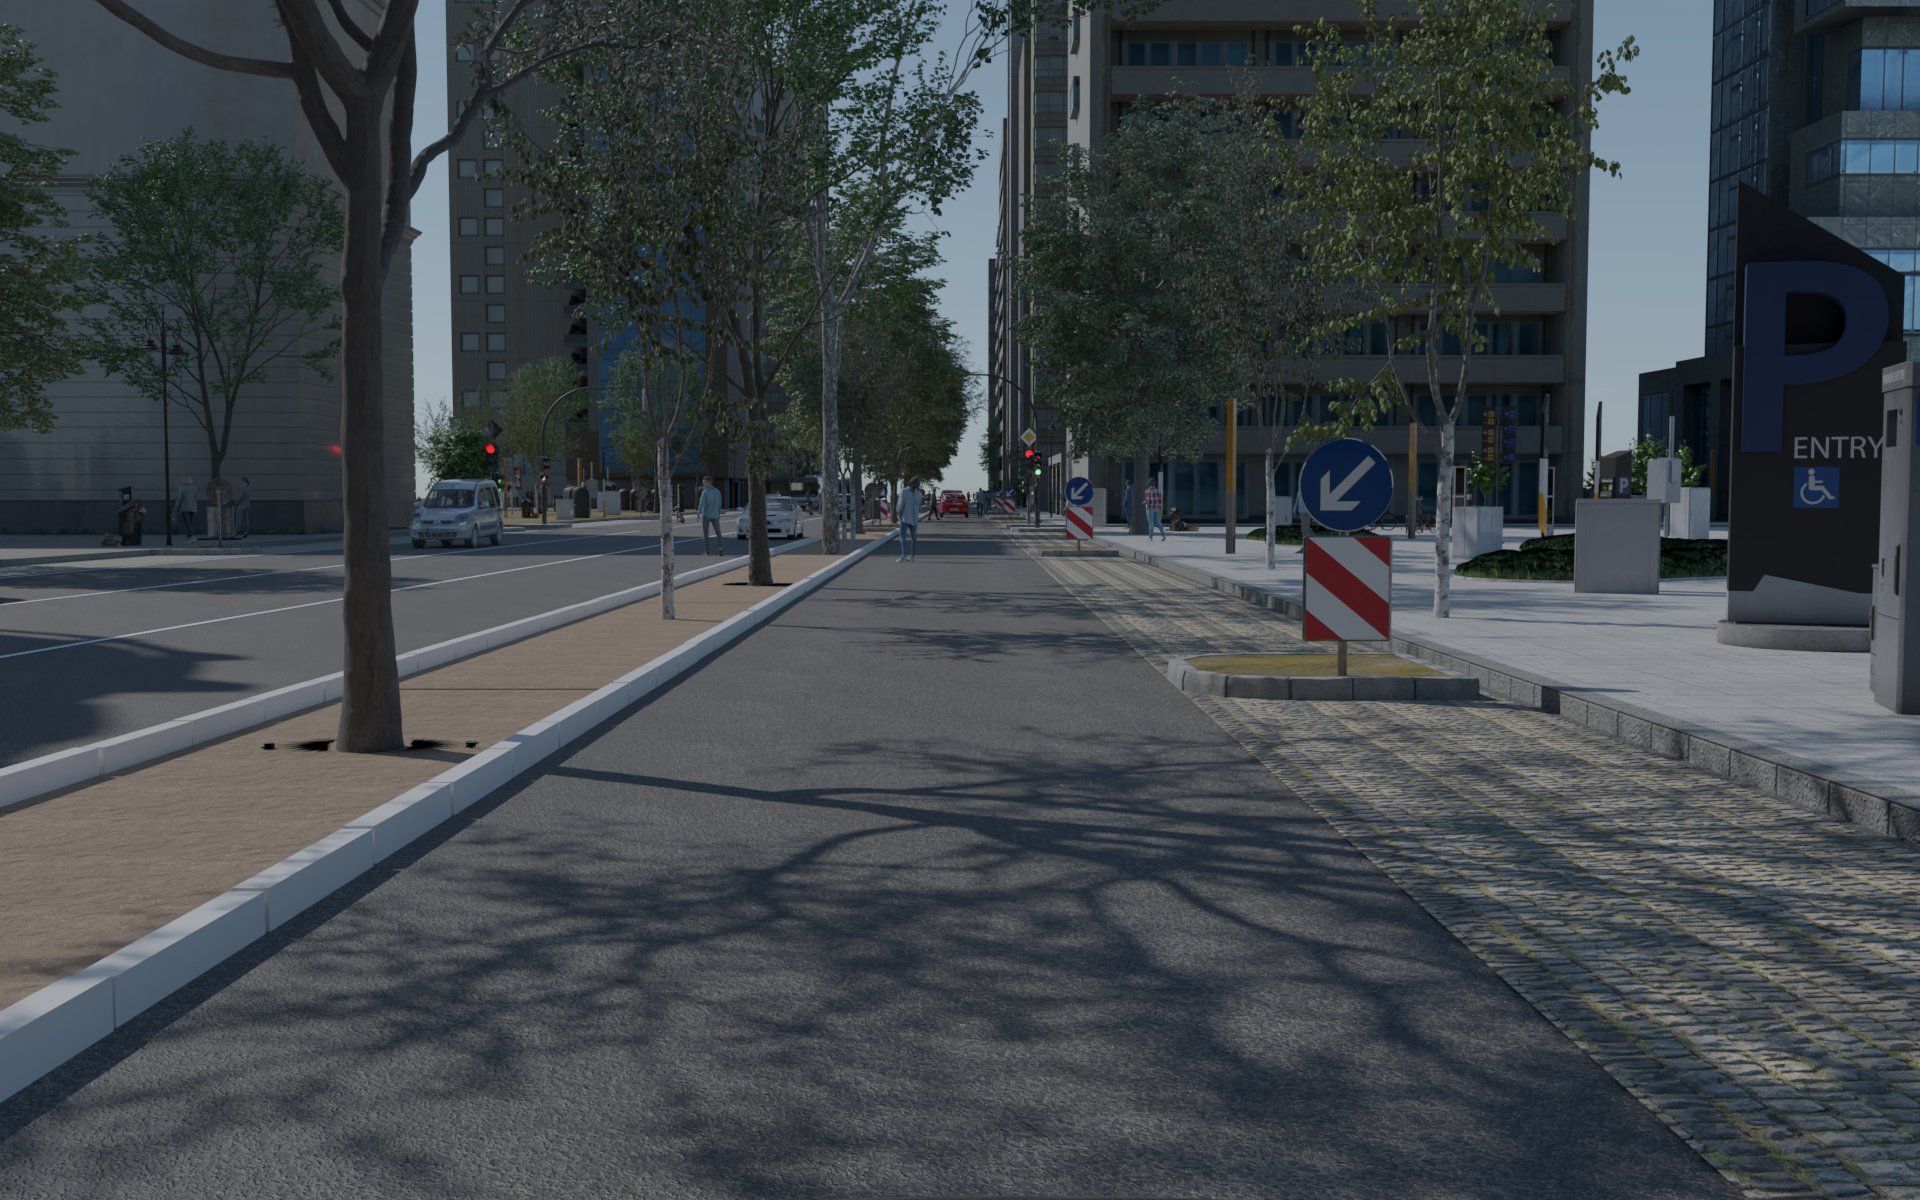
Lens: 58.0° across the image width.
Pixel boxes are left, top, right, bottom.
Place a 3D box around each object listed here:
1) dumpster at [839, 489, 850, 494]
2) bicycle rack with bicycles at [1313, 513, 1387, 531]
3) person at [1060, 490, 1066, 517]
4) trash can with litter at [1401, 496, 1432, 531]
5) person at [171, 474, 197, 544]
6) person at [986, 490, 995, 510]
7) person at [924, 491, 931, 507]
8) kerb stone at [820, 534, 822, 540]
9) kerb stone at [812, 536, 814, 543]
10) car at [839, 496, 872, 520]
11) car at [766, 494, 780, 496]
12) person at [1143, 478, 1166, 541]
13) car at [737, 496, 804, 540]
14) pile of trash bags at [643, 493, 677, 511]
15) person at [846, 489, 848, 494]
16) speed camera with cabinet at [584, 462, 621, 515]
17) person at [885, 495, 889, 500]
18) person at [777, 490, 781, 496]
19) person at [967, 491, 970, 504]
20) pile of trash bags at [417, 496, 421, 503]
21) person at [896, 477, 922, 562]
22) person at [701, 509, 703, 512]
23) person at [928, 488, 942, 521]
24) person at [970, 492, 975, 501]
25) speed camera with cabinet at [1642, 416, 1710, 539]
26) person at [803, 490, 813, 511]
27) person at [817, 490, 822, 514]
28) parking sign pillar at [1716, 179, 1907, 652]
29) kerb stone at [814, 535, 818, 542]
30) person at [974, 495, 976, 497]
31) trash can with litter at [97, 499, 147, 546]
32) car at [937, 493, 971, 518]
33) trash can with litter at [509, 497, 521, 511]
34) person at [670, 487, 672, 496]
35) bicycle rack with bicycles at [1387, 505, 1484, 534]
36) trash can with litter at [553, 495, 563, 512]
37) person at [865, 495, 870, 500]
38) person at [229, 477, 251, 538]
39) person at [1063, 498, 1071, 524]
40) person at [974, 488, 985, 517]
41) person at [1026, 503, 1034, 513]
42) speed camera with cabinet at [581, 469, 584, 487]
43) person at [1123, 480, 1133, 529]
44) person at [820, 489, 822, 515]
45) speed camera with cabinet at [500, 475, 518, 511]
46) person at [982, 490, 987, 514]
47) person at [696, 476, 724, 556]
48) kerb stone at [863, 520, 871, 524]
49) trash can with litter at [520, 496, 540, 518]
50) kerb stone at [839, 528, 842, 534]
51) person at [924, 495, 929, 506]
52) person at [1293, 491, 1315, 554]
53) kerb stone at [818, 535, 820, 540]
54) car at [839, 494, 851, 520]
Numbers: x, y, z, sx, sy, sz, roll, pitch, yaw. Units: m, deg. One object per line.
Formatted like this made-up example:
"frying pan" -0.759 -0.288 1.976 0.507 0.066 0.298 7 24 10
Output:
"dumpster" -17.399 -15.729 262.116 1.985 2.255 1.502 0 4 0
"bicycle rack with bicycles" 14.008 -2.928 61.263 2.925 0.926 2.852 2 4 26
"person" 5.963 -5.522 96.307 0.713 1.824 0.794 2 4 31
"trash can with litter" 16.632 -3.116 62.004 1.678 1.210 2.233 2 4 34
"person" -19.908 -2.341 44.508 0.728 1.800 0.709 3 4 36
"person" 2.625 -9.069 156.855 1.350 1.814 0.705 -2 4 -24
"person" -3.426 -11.270 192.773 1.348 1.824 0.705 0 4 -6
"kerb stone" -4.398 -1.905 53.334 0.120 0.150 1.000 0 3 0
"kerb stone" -4.400 -1.717 50.268 0.120 0.150 1.000 0 3 0
"car" -5.716 -5.062 95.343 1.945 1.354 3.894 0 4 0
"car" -10.969 -5.358 99.394 2.131 1.459 4.920 0 4 -1
"person" 5.282 -2.463 47.150 0.563 1.720 0.643 -2 4 -30
"car" -6.103 -2.672 56.044 2.083 1.381 4.827 0 4 0
"pile of trash bags" -22.366 -7.224 127.863 3.447 1.369 1.912 3 5 40
"person" -8.348 -7.293 128.016 0.520 1.790 0.573 1 4 15
"speed camera with cabinet" -22.010 -6.889 106.972 2.038 3.252 0.660 -1 4 -11
"person" -11.796 -16.276 275.441 1.217 1.723 0.721 0 4 -7
"person" -22.803 -12.920 217.288 0.705 1.823 1.348 2 4 33
"person" 1.243 -14.514 245.901 0.705 1.812 1.348 -1 4 -9
"pile of trash bags" -43.337 -8.100 142.188 3.447 1.369 1.912 3 5 40
"person" -1.074 -1.704 36.623 0.793 1.790 0.793 2 4 27
"person" -13.981 -5.048 96.532 1.012 1.151 0.738 -1 4 -15
"person" -1.349 -5.183 93.641 0.834 1.777 0.661 -1 4 -15
"person" 2.176 -16.228 274.340 1.217 1.766 0.721 0 4 -1
"speed camera with cabinet" 18.543 -3.078 44.659 2.038 3.252 0.660 -3 4 -36
"person" -12.674 -8.298 144.289 0.853 1.813 0.709 -1 4 -11
"person" -9.920 -7.082 124.411 0.709 1.813 0.853 0 4 6
"parking sign pillar" 7.233 -1.600 14.638 1.447 3.967 1.447 1 4 22
"kerb stone" -4.392 -1.774 51.290 0.120 0.150 1.000 0 3 0
"person" 2.794 -16.113 272.726 1.217 1.735 0.721 1 4 11
"trash can with litter" -20.733 -1.924 42.837 1.055 1.170 0.624 -3 5 -43
"car" -0.367 -5.932 106.020 2.155 1.783 4.494 0 4 0
"trash can with litter" -35.127 -7.600 135.311 2.233 1.210 1.678 0 4 2
"person" -12.813 -4.105 75.951 0.374 1.781 0.599 -1 4 -12
"bicycle rack with bicycles" 15.795 -2.616 56.147 2.852 0.926 2.925 2 4 33
"trash can with litter" -31.666 -7.710 137.442 0.624 1.170 1.055 -1 4 -21
"person" -7.774 -8.437 146.624 0.592 1.802 0.473 -2 4 -26
"person" -21.020 -2.705 50.550 0.573 1.790 0.520 -1 4 -13
"person" 4.756 -3.976 75.304 0.590 1.304 0.306 -1 4 -12
"person" 1.230 -5.997 106.565 0.660 1.820 0.620 -1 4 -16
"person" 4.576 -6.266 113.505 0.505 1.210 0.382 0 4 -1
"speed camera with cabinet" -30.060 -8.673 136.136 2.038 3.252 0.660 -3 5 -43
"person" 6.271 -3.545 64.192 0.419 1.800 0.721 1 4 23
"person" -9.501 -6.908 121.354 0.836 1.842 0.656 -1 4 -20
"speed camera with cabinet" -34.929 -8.484 133.051 2.038 3.252 0.660 2 4 29
"person" 1.734 -6.869 121.638 0.643 1.720 0.563 -2 4 -25
"person" -5.771 -1.940 40.086 0.638 1.841 0.748 -2 4 -29
"kerb stone" -4.385 -3.635 81.619 0.120 0.150 1.000 0 3 0
"trash can with litter" -22.661 -4.892 91.377 1.055 1.170 0.624 1 4 15
"kerb stone" -4.387 -2.590 64.598 0.120 0.150 1.000 0 3 0
"person" -4.144 -12.240 211.815 0.799 1.438 0.628 -2 4 -31
"person" 7.537 -1.920 37.293 0.748 1.841 0.638 -1 4 -18
"kerb stone" -4.394 -1.837 52.312 0.120 0.150 1.000 0 3 0
"car" -6.037 -4.866 89.343 2.009 1.686 4.222 0 4 -1
